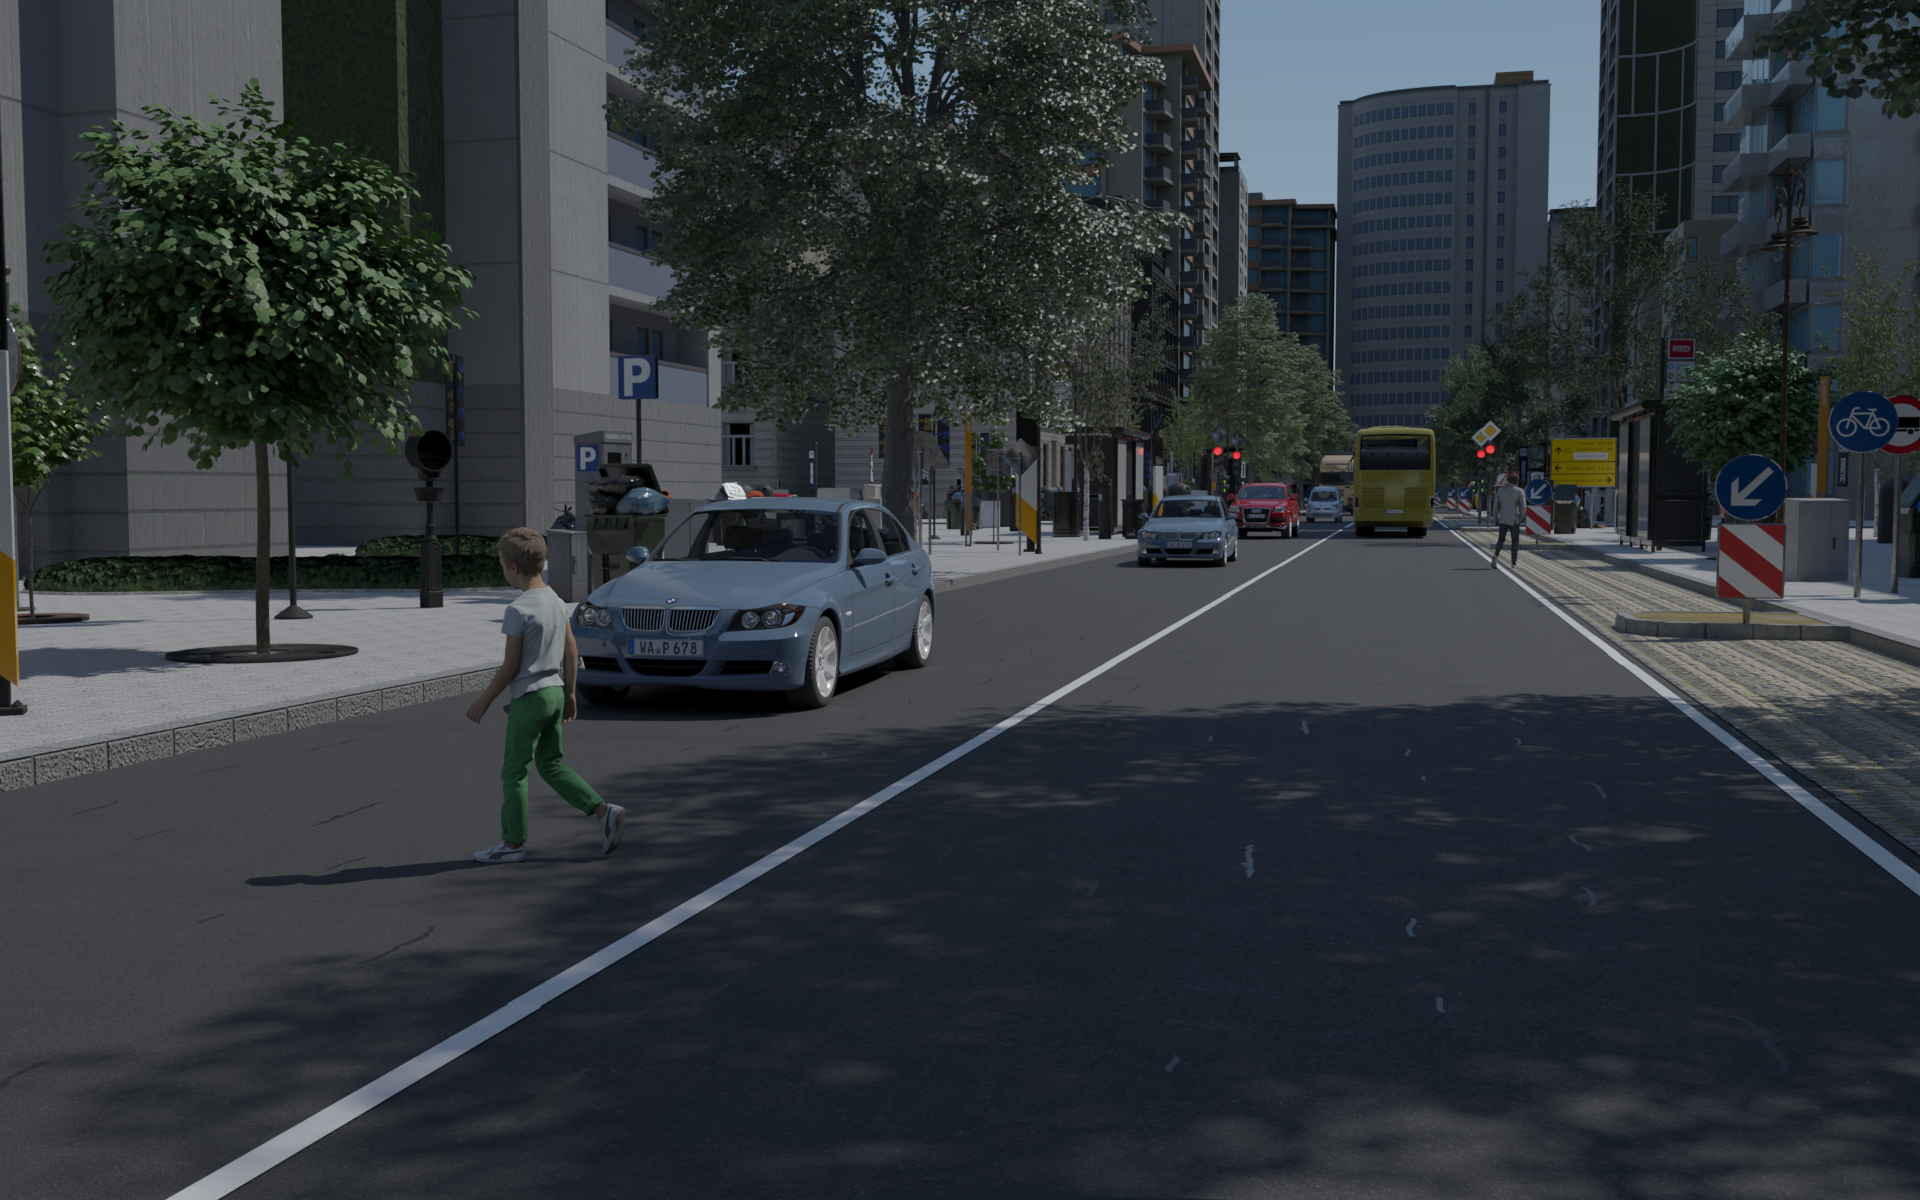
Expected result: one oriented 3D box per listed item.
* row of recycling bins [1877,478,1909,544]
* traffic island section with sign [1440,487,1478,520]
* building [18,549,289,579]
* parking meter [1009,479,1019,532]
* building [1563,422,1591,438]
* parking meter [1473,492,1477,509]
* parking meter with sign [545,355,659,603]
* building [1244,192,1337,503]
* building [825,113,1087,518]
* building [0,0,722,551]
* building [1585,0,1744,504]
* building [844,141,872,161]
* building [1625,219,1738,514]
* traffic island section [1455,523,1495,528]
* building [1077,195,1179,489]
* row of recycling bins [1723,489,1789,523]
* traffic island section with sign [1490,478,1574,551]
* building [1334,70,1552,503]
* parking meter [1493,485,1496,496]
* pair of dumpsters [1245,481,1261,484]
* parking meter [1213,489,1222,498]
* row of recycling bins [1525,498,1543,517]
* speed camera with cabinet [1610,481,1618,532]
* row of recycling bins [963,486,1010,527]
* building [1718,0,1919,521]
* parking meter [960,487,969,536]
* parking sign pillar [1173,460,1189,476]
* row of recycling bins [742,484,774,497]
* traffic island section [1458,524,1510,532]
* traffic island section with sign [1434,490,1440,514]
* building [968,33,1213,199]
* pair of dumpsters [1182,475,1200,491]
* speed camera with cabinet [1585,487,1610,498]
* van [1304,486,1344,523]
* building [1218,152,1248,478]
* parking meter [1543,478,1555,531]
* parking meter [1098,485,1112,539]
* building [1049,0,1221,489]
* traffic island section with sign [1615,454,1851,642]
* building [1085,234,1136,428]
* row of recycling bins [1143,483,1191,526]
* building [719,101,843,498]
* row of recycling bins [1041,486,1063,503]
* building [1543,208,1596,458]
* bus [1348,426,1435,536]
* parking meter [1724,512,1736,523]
[{"bbox_3d":[25.126,-2.255,43.984,1.069,1.692,3.534,-3,4,-36],"label":"row of recycling bins"},{"bbox_3d":[28.339,-5.457,97.853,1.989,1.847,2.006,1,4,14],"label":"traffic island section with sign"},{"bbox_3d":[-25.188,-29.072,17.332,21.231,58.520,28.212,1,4,14],"label":"building"},{"bbox_3d":[1.897,-3.264,59.073,0.399,1.863,0.255,1,4,10],"label":"parking meter"},{"bbox_3d":[78.068,-53.460,186.743,22.319,86.520,31.000,1,4,14],"label":"building"},{"bbox_3d":[43.049,-8.348,144.900,0.372,1.533,0.369,0,3,0],"label":"parking meter"},{"bbox_3d":[-4.366,-1.519,21.097,0.543,3.016,1.738,1,4,23],"label":"parking meter with sign"},{"bbox_3d":[40.489,-36.706,254.768,28.867,44.769,22.147,1,4,14],"label":"building"},{"bbox_3d":[0.577,-16.187,100.821,11.583,22.565,21.152,1,4,14],"label":"building"},{"bbox_3d":[-22.316,-31.250,52.929,28.212,58.520,21.231,1,4,14],"label":"building"},{"bbox_3d":[69.507,-44.315,162.809,20.563,71.187,20.611,1,4,14],"label":"building"},{"bbox_3d":[-8.281,-34.225,214.209,28.867,44.769,22.147,1,4,14],"label":"building"},{"bbox_3d":[62.638,-16.836,120.310,27.650,21.520,28.899,1,4,14],"label":"building"},{"bbox_3d":[22.227,-3.165,74.021,2.009,0.180,2.903,1,4,14],"label":"traffic island section"},{"bbox_3d":[10.212,-18.827,137.501,12.332,23.373,15.834,1,4,14],"label":"building"},{"bbox_3d":[34.427,-4.148,74.938,1.069,1.692,3.534,-1,4,-15],"label":"row of recycling bins"},{"bbox_3d":[14.769,-2.210,44.760,1.989,1.847,2.006,1,4,14],"label":"traffic island section with sign"},{"bbox_3d":[68.043,-43.114,246.915,28.212,58.520,21.231,1,4,14],"label":"building"},{"bbox_3d":[34.120,-6.433,110.893,0.255,1.863,0.399,2,4,28],"label":"parking meter"},{"bbox_3d":[20.890,-7.389,123.302,1.574,2.255,4.437,1,4,14],"label":"pair of dumpsters"},{"bbox_3d":[11.675,-4.290,78.545,0.372,1.533,0.369,0,3,0],"label":"parking meter"},{"bbox_3d":[28.296,-4.792,85.468,1.069,1.692,3.534,-1,4,-11],"label":"row of recycling bins"},{"bbox_3d":[22.396,-3.847,57.234,0.660,3.252,2.038,0,4,-6],"label":"speed camera with cabinet"},{"bbox_3d":[1.115,-3.762,68.622,1.069,1.692,3.534,-2,4,-31],"label":"row of recycling bins"},{"bbox_3d":[55.716,-28.698,88.828,30.456,49.044,23.786,1,4,14],"label":"building"},{"bbox_3d":[0.194,-2.744,53.268,0.372,1.533,0.369,0,3,0],"label":"parking meter"},{"bbox_3d":[15.175,-8.058,120.220,1.447,3.967,1.447,1,4,21],"label":"parking sign pillar"},{"bbox_3d":[-9.396,-3.950,71.703,3.534,1.692,1.069,1,4,12],"label":"row of recycling bins"},{"bbox_3d":[20.248,-2.691,66.284,2.009,0.180,2.903,1,4,14],"label":"traffic island section"},{"bbox_3d":[35.108,-7.074,124.286,1.989,1.847,2.006,1,4,14],"label":"traffic island section with sign"},{"bbox_3d":[12.615,-31.458,168.955,22.147,44.769,28.867,1,4,14],"label":"building"},{"bbox_3d":[11.016,-5.141,86.546,1.574,2.255,4.437,1,4,14],"label":"pair of dumpsters"},{"bbox_3d":[36.456,-6.483,100.338,2.038,3.252,0.660,0,4,-3],"label":"speed camera with cabinet"},{"bbox_3d":[18.624,-4.980,88.438,2.013,2.044,4.112,1,4,15],"label":"van"},{"bbox_3d":[27.444,-32.198,210.035,14.086,41.232,14.154,1,4,14],"label":"building"},{"bbox_3d":[20.765,-3.385,61.061,0.399,1.863,0.255,2,4,26],"label":"parking meter"},{"bbox_3d":[4.140,-2.507,49.400,0.372,1.533,0.369,0,3,0],"label":"parking meter"},{"bbox_3d":[20.141,-46.083,191.716,20.563,71.187,20.611,1,4,14],"label":"building"},{"bbox_3d":[7.886,-0.565,17.872,1.989,1.847,2.006,1,4,14],"label":"traffic island section with sign"},{"bbox_3d":[6.056,-16.613,120.772,9.793,20.994,18.267,1,4,14],"label":"building"},{"bbox_3d":[6.649,-3.347,61.841,3.534,1.692,1.069,-2,4,-27],"label":"row of recycling bins"},{"bbox_3d":[-21.948,-16.572,104.240,30.059,22.955,16.112,1,4,14],"label":"building"},{"bbox_3d":[4.832,-4.998,88.823,1.069,1.692,3.534,1,4,21],"label":"row of recycling bins"},{"bbox_3d":[88.064,-33.967,238.951,14.086,41.232,14.154,1,4,14],"label":"building"},{"bbox_3d":[15.322,-4.293,61.739,2.896,3.916,12.252,1,4,12],"label":"bus"},{"bbox_3d":[26.278,-3.097,59.047,0.372,1.533,0.369,0,3,0],"label":"parking meter"}]
